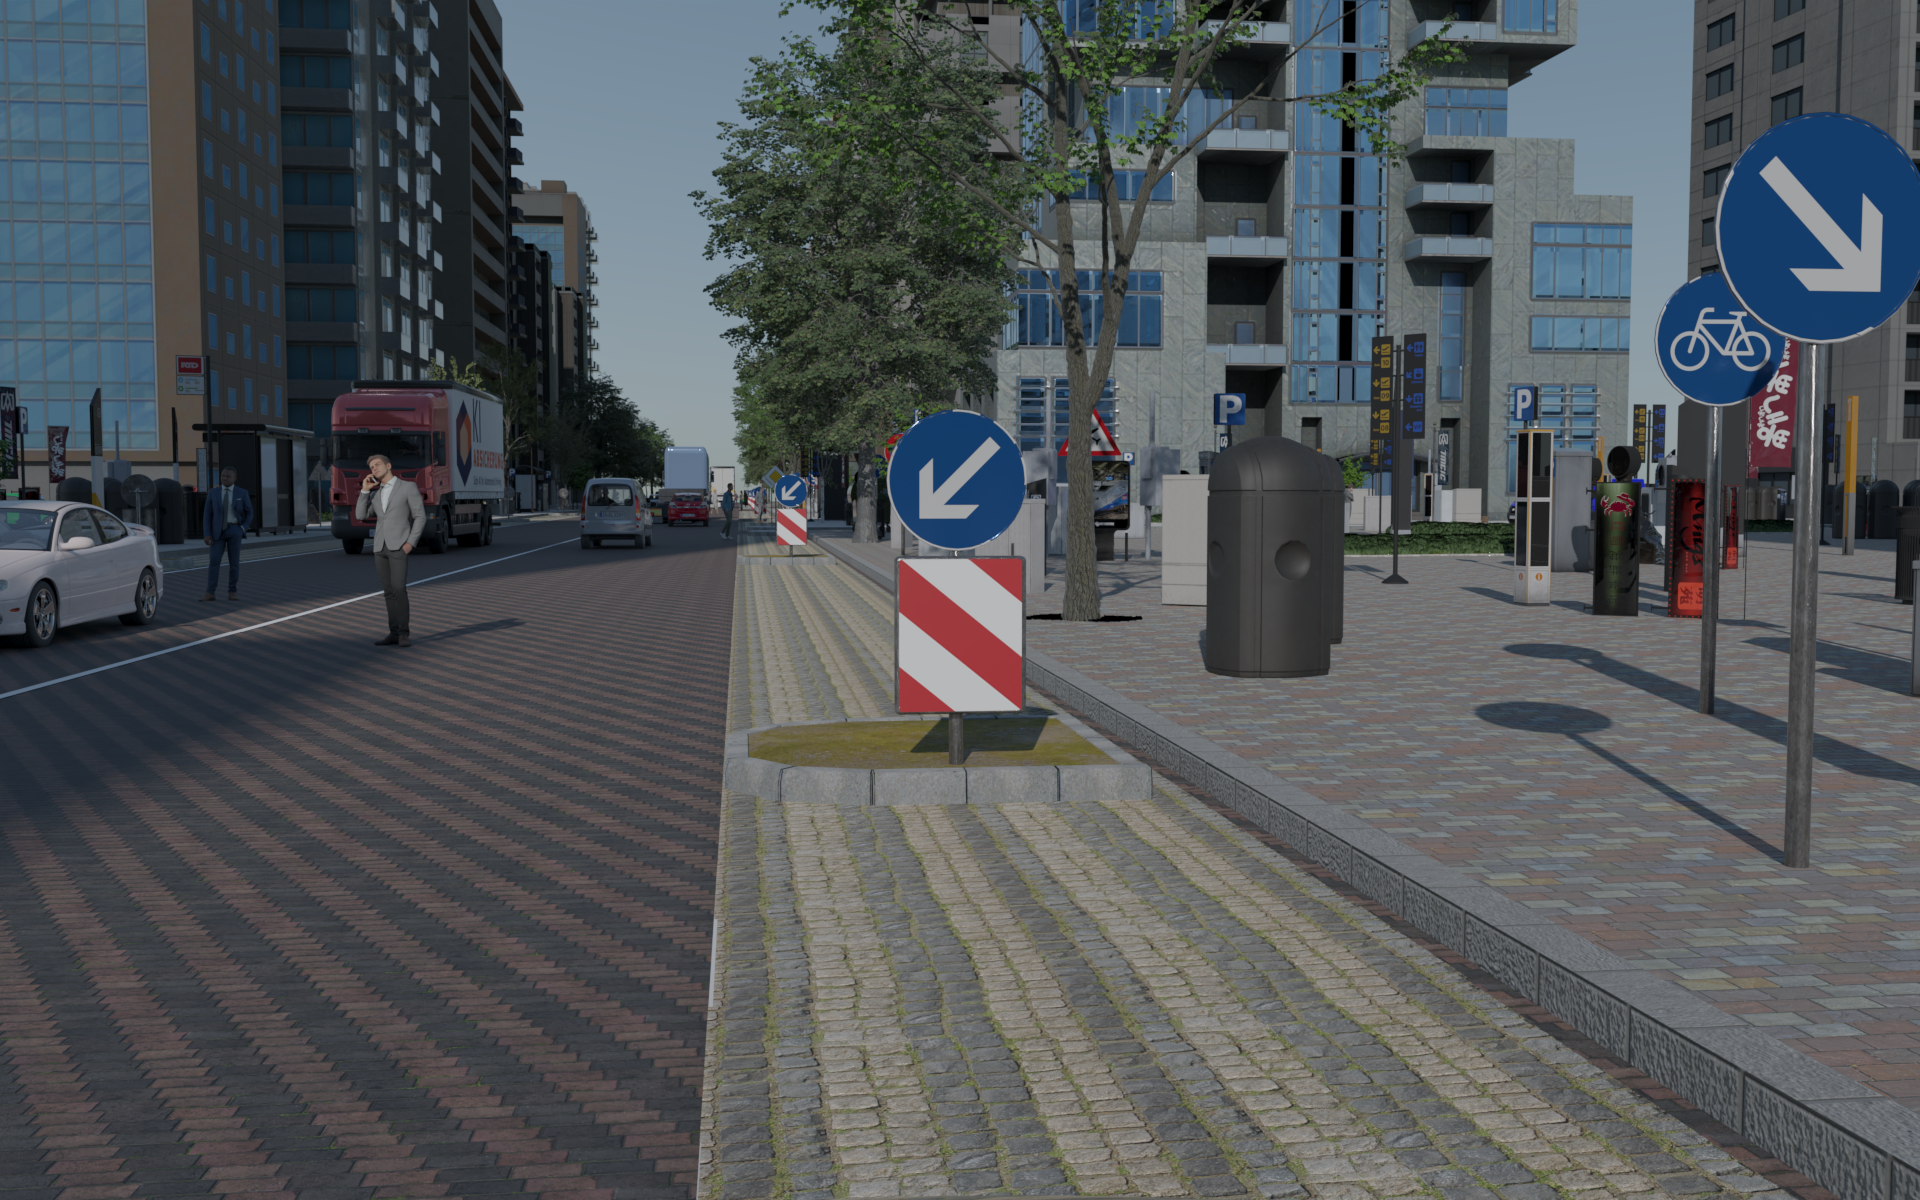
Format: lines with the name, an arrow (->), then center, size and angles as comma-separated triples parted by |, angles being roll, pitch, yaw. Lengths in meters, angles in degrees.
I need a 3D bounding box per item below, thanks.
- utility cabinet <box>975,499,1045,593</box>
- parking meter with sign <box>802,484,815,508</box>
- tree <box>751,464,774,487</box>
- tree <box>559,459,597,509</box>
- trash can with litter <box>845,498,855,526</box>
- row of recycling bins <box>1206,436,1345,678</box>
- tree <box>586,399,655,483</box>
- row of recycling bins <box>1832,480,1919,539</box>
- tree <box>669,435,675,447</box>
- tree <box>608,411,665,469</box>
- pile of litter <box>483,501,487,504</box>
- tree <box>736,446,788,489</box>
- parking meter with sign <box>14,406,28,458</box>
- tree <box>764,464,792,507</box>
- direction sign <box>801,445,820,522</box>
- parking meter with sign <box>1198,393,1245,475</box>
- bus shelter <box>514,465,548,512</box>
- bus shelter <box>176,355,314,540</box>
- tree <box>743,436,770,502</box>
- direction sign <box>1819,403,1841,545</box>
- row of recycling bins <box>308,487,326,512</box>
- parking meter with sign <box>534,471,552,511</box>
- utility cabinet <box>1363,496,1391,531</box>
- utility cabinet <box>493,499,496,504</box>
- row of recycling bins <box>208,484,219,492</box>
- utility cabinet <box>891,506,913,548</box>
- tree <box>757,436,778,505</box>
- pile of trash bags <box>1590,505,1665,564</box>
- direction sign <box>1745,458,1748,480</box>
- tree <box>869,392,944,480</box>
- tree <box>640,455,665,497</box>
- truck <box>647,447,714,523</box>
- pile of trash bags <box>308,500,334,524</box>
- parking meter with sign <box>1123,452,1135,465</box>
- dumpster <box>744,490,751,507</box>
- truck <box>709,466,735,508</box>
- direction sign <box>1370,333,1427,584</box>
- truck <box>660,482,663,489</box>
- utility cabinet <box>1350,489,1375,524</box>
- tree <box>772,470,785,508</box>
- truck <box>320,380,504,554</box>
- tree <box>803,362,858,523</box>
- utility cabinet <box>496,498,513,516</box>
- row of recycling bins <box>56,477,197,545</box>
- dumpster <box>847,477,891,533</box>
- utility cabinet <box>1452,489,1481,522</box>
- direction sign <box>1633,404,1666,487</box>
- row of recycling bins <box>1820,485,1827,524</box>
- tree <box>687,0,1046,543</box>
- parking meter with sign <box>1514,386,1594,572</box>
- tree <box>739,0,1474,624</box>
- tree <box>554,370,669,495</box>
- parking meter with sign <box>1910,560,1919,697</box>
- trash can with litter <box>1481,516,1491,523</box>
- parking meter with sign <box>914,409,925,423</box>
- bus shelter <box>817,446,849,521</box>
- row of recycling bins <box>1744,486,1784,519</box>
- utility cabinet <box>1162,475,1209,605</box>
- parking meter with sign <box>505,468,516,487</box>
utility cabinet -> 0.644, -0.710, 22.778 | 0.306, 1.237, 1.020 | -3, 5, -45
parking meter with sign -> -11.889, -8.532, 135.760 | 0.543, 3.016, 1.738 | -3, 5, -43
tree -> -29.694, -18.973, 260.577 | 4.360, 8.622, 3.978 | 0, 3, 0
tree -> -32.461, -9.987, 146.995 | 4.285, 4.588, 4.351 | 0, 3, 0
trash can with litter -> -4.260, -3.581, 69.938 | 0.624, 1.170, 1.055 | -1, 4, -22
row of recycling bins -> 2.500, -0.402, 13.690 | 1.069, 1.692, 3.534 | 1, 4, 15
tree -> -40.742, -17.569, 204.264 | 9.611, 12.733, 9.660 | 0, 3, 0
row of recycling bins -> 26.908, -2.593, 49.508 | 3.534, 1.692, 1.069 | 1, 4, 10
tree -> -51.233, -23.329, 288.084 | 9.857, 13.997, 8.962 | 0, 3, 0
tree -> -45.181, -19.934, 236.283 | 12.009, 13.543, 11.850 | 0, 3, 0
pile of litter -> -28.818, -5.579, 105.183 | 1.719, 0.858, 1.176 | 2, 4, 26
tree -> -32.894, -22.877, 291.045 | 9.611, 12.733, 9.660 | 0, 3, 0
parking meter with sign -> -19.475, -2.329, 34.343 | 1.738, 3.016, 0.543 | -1, 4, -12
tree -> -18.214, -11.597, 173.331 | 4.285, 4.588, 4.351 | 0, 3, 0
direction sign -> -6.926, -5.404, 80.345 | 0.876, 3.537, 0.379 | 0, 4, 1
parking meter with sign -> 4.558, -2.117, 30.867 | 0.543, 3.016, 1.738 | 0, 4, -7
bus shelter -> -30.763, -7.937, 123.698 | 2.014, 3.302, 5.546 | 0, 4, -7
bus shelter -> -21.899, -4.605, 52.917 | 2.179, 5.291, 8.768 | 0, 4, -7
tree -> -30.064, -21.458, 268.960 | 7.486, 12.596, 7.792 | 0, 3, 0
direction sign -> 21.783, -3.159, 43.655 | 0.379, 3.537, 0.876 | 0, 4, 1
row of recycling bins -> -38.035, -5.712, 100.504 | 3.534, 1.692, 1.069 | 3, 4, 37
parking meter with sign -> -30.896, -8.074, 128.276 | 0.543, 3.016, 1.738 | 1, 4, 20
utility cabinet -> 14.700, -3.036, 60.800 | 1.020, 1.237, 0.306 | 0, 4, 1
utility cabinet -> -36.892, -7.756, 137.974 | 1.020, 1.237, 0.306 | 1, 4, 12
row of recycling bins -> -31.903, -3.978, 72.160 | 3.534, 1.692, 1.069 | 1, 4, 22
utility cabinet -> -1.402, -1.858, 41.539 | 0.306, 1.237, 1.020 | 1, 4, 13
tree -> -21.707, -15.386, 201.931 | 4.737, 8.622, 4.395 | 0, 3, 0
pile of trash bags -> 11.330, -1.327, 31.449 | 3.447, 1.369, 1.912 | -3, 5, -42
direction sign -> 42.000, -6.194, 93.262 | 0.876, 3.537, 0.379 | 1, 4, 18
tree -> -0.707, -2.354, 33.091 | 1.663, 3.219, 1.824 | 0, 3, 0
tree -> -48.147, -20.219, 264.984 | 7.601, 10.594, 8.767 | 2, 4, 26
truck -> -14.985, -6.279, 92.419 | 2.967, 4.110, 18.799 | 0, 4, -5
pile of trash bags -> -28.011, -3.942, 74.207 | 3.447, 1.369, 1.912 | -3, 5, -40
parking meter with sign -> 6.560, -4.618, 71.767 | 0.543, 3.016, 1.738 | 3, 4, 36
dumpster -> -21.702, -10.564, 180.934 | 1.865, 1.857, 1.264 | 0, 4, -6
truck -> -24.693, -11.670, 179.713 | 2.839, 4.237, 11.283 | -1, 4, -8
direction sign -> 6.246, -2.003, 24.754 | 0.379, 3.537, 0.876 | -3, 5, -43
truck -> -33.724, -12.840, 205.852 | 3.469, 3.379, 9.791 | 0, 4, -8
utility cabinet -> 16.762, -3.907, 72.564 | 1.173, 1.500, 0.318 | 2, 4, 35
tree -> -13.841, -8.591, 135.063 | 1.663, 3.219, 1.824 | 0, 3, 0
truck -> -13.909, -3.421, 44.843 | 2.839, 4.237, 11.283 | 0, 4, -6
tree -> -5.842, -7.705, 76.346 | 4.360, 8.622, 3.978 | 0, 3, 0
utility cabinet -> -26.497, -5.503, 101.137 | 1.020, 1.237, 0.306 | 3, 5, 42
row of recycling bins -> -20.778, -2.198, 43.051 | 1.069, 1.692, 3.534 | 1, 4, 21
dumpster -> -2.998, -3.423, 58.464 | 1.502, 2.255, 1.985 | 0, 4, -7
utility cabinet -> 20.966, -3.853, 71.682 | 1.173, 1.500, 0.318 | -1, 4, -16
direction sign -> 17.368, -3.163, 43.714 | 0.876, 3.537, 0.379 | -1, 4, -10
row of recycling bins -> 37.956, -4.120, 74.474 | 3.534, 1.692, 1.069 | -3, 4, -38
tree -> -2.522, -8.479, 45.293 | 9.857, 13.997, 8.962 | 0, 3, 0
parking meter with sign -> 10.007, -1.971, 28.481 | 1.738, 3.016, 0.543 | -1, 4, -16
tree -> 1.374, -5.607, 17.431 | 9.928, 11.665, 9.643 | 0, 3, 0
tree -> -37.006, -16.604, 178.133 | 9.857, 13.997, 8.962 | 0, 3, 0
parking meter with sign -> 6.687, -0.925, 11.388 | 0.543, 3.016, 1.738 | 3, 4, 39
trash can with litter -> 23.238, -4.047, 77.559 | 1.055, 1.170, 0.624 | 2, 4, 27
parking meter with sign -> -0.021, -2.392, 35.367 | 1.738, 3.016, 0.543 | -1, 4, -18
bus shelter -> -6.431, -5.772, 85.653 | 1.731, 3.624, 6.357 | 0, 4, -7
row of recycling bins -> 39.750, -4.870, 86.732 | 3.534, 1.692, 1.069 | -1, 4, -15
utility cabinet -> 2.903, -0.675, 19.721 | 1.173, 1.500, 0.318 | 2, 4, 31
parking meter with sign -> -30.801, -7.447, 118.019 | 0.543, 3.016, 1.738 | -2, 4, -33
